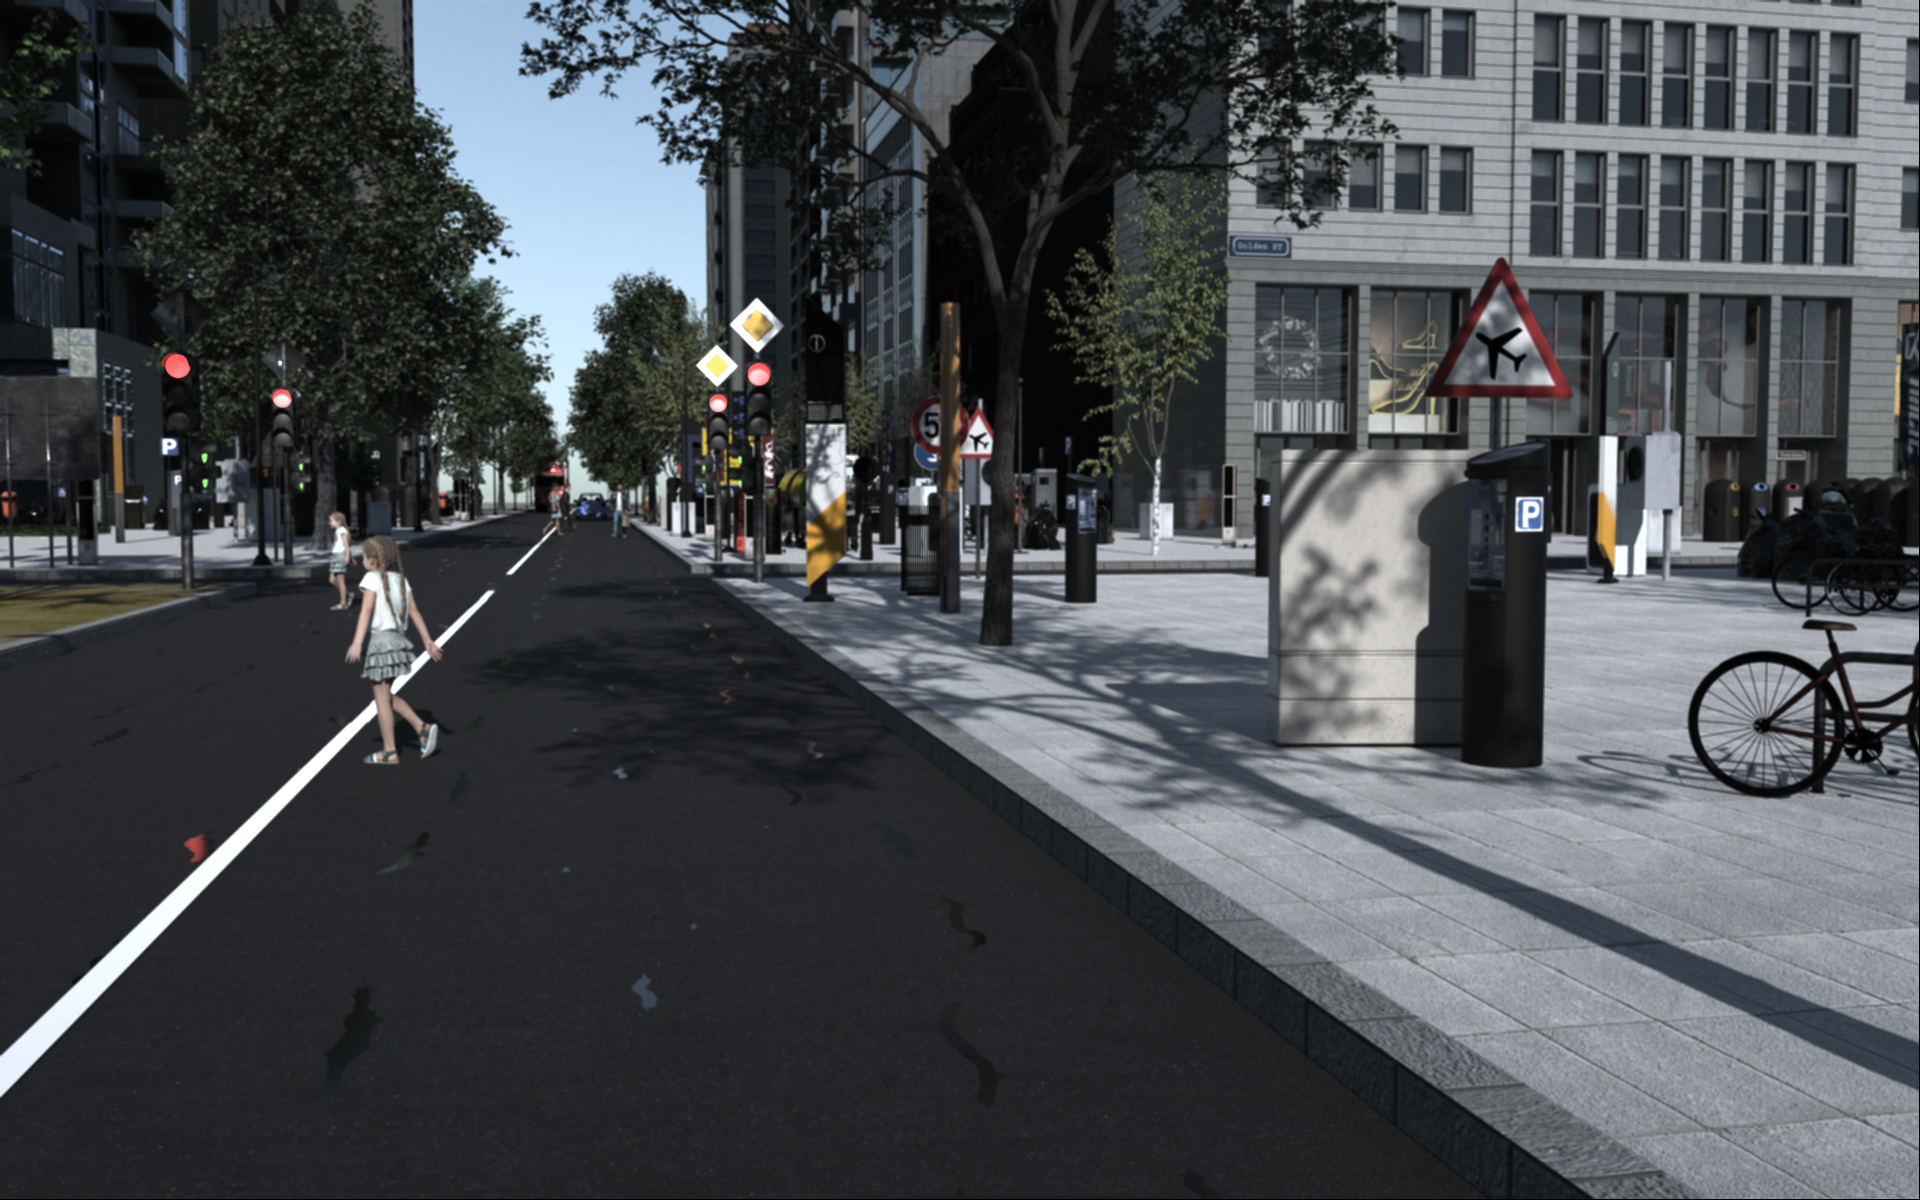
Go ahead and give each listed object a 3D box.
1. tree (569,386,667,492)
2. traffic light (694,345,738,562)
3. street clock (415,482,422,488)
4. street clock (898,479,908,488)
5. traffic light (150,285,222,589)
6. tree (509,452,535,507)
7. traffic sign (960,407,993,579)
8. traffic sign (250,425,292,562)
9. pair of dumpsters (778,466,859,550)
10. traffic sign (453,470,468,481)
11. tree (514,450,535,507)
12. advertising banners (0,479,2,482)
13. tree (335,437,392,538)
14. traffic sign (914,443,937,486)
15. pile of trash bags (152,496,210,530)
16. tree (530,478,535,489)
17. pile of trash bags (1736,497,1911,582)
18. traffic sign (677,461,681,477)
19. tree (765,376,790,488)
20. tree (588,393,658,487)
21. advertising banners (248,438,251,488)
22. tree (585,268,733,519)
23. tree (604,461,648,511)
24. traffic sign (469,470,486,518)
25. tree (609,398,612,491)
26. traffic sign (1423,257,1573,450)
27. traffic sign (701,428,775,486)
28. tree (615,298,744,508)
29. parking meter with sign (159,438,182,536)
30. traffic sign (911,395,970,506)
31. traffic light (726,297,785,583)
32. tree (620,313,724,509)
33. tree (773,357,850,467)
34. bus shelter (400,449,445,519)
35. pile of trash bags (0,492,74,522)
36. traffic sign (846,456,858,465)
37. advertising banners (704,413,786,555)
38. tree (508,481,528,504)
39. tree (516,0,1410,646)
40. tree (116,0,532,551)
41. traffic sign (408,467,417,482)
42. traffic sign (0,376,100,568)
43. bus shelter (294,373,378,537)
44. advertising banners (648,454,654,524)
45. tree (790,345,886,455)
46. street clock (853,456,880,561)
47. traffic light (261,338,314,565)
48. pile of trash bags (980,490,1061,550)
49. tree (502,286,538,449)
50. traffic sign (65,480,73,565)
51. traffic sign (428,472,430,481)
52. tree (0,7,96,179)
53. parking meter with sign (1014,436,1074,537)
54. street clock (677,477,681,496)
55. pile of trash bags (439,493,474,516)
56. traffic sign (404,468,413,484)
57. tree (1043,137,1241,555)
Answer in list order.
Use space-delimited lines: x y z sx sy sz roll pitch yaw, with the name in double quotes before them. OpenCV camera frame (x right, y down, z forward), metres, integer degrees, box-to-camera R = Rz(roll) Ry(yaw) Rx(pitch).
"tree" -31.293 -15.490 159.916 9.857 13.997 8.962 0 3 0
"traffic light" -4.598 -2.679 32.722 0.839 4.253 0.868 -1 4 -12
"street clock" -26.051 -4.808 83.183 0.358 2.002 0.471 1 4 15
"street clock" -2.695 -4.720 81.737 0.358 2.002 0.471 -3 4 -38
"traffic light" -10.418 -2.103 23.301 0.839 4.253 0.868 -1 4 -12
"tree" -44.410 -13.934 178.188 4.360 8.622 3.978 0 3 0
"traffic sign" 0.271 -1.589 25.980 0.884 2.594 0.081 -1 4 -10
"traffic sign" -12.853 -1.987 32.489 0.884 2.594 0.081 0 4 -4
"pair of dumpsters" -3.362 -2.387 41.525 1.574 2.255 4.437 -1 4 -12
"traffic sign" -26.268 -5.561 91.026 0.768 2.556 0.104 0 4 -8
"tree" -42.688 -13.542 171.768 4.737 8.622 4.395 0 3 0
"advertising banners" -21.358 -2.484 36.797 2.074 3.025 0.090 -1 4 -17
"tree" -17.817 -3.475 51.418 1.663 3.219 1.824 0 3 0
"traffic sign" -0.584 -2.225 36.491 0.768 2.556 0.104 0 4 -7
"pile of trash bags" -27.688 -3.168 61.553 1.912 1.369 3.447 -2 4 -25
"tree" -53.323 -14.582 222.129 4.285 4.588 4.351 0 3 0
"pile of trash bags" 13.690 -1.000 26.099 3.447 1.369 1.912 0 4 7
"traffic sign" -9.681 -3.771 61.770 0.768 2.556 0.104 0 4 -5
"tree" -12.227 -9.524 106.080 4.737 8.622 4.395 0 3 0
"tree" -39.110 -17.085 197.473 7.486 12.596 7.792 0 3 0
"advertising banners" -21.132 -3.393 51.661 0.090 3.025 2.074 -1 4 -18
"tree" -15.800 -10.460 88.025 9.611 12.733 9.660 0 3 0
"tree" -25.851 -9.204 134.206 4.285 4.588 4.351 0 3 0
"traffic sign" -25.496 -5.602 91.602 0.884 2.594 0.081 -1 4 -11
"tree" -18.490 -9.204 100.850 4.737 8.622 4.395 0 3 0
"traffic sign" 2.970 -0.589 9.627 0.884 2.594 0.081 -1 4 -11
"traffic sign" -6.818 -3.632 53.256 2.265 3.308 0.079 0 4 -7
"tree" -10.224 -6.952 64.027 4.737 8.622 4.395 0 3 0
"parking meter with sign" -24.040 -3.475 53.085 0.543 3.016 1.738 -3 4 -36
"traffic sign" -0.260 -1.368 22.470 0.768 2.556 0.104 0 4 -5
"traffic light" -2.928 -2.201 24.913 0.839 4.253 0.868 -1 4 -12
"tree" -11.722 -7.378 70.993 4.360 8.622 3.978 0 3 0
"tree" -8.241 -8.811 94.429 4.360 8.622 3.978 0 3 0
"bus shelter" -27.985 -6.063 90.418 1.731 3.624 6.357 -1 4 -12
"pile of trash bags" -33.083 -3.179 61.731 1.912 1.369 3.447 0 4 -1
"traffic sign" -2.983 -2.662 45.650 0.606 2.300 0.079 0 4 -3
"advertising banners" -4.614 -2.496 36.999 2.074 3.025 0.090 2 4 29
"tree" -39.969 -9.877 156.093 1.663 3.219 1.824 0 3 0
"tree" 0.261 -4.871 14.060 8.767 10.594 7.601 0 4 4
"tree" -14.531 -7.492 39.507 9.611 12.733 9.660 0 3 0
"traffic sign" -24.723 -4.834 79.043 0.884 2.594 0.081 0 4 -7
"traffic sign" -16.103 -2.207 29.956 2.265 3.308 0.079 -1 4 -10
"bus shelter" -20.619 -4.817 56.396 2.179 5.291 8.768 -1 4 -12
"advertising banners" -13.492 -4.868 75.781 0.090 3.025 2.074 0 4 -4
"tree" -5.453 -8.260 85.418 4.737 8.622 4.395 0 3 0
"street clock" -1.808 -1.766 33.450 0.471 2.002 0.358 1 4 22
"traffic light" -12.087 -2.580 31.111 0.839 4.253 0.868 -1 4 -12
"pile of trash bags" 1.378 -1.925 41.232 1.912 1.369 3.447 0 4 -1
"tree" -21.622 -8.892 71.145 9.928 11.665 9.643 0 3 0
"traffic sign" -16.184 -1.915 31.420 0.768 2.556 0.104 0 4 -5
"traffic sign" -24.819 -4.830 81.101 0.606 2.300 0.079 -1 4 -9
"tree" -9.826 -5.349 13.212 9.928 11.665 9.643 0 3 0
"parking meter with sign" 2.514 -3.413 52.069 1.738 3.016 0.543 -1 4 -17
"street clock" -12.273 -4.287 74.660 0.471 2.002 0.358 -3 5 -41
"pile of trash bags" -29.612 -5.572 100.853 1.912 1.369 3.447 0 4 2
"traffic sign" -26.740 -5.167 84.584 0.768 2.556 0.104 0 4 -5
"tree" 4.025 -5.255 36.285 4.737 8.622 4.395 0 3 0
